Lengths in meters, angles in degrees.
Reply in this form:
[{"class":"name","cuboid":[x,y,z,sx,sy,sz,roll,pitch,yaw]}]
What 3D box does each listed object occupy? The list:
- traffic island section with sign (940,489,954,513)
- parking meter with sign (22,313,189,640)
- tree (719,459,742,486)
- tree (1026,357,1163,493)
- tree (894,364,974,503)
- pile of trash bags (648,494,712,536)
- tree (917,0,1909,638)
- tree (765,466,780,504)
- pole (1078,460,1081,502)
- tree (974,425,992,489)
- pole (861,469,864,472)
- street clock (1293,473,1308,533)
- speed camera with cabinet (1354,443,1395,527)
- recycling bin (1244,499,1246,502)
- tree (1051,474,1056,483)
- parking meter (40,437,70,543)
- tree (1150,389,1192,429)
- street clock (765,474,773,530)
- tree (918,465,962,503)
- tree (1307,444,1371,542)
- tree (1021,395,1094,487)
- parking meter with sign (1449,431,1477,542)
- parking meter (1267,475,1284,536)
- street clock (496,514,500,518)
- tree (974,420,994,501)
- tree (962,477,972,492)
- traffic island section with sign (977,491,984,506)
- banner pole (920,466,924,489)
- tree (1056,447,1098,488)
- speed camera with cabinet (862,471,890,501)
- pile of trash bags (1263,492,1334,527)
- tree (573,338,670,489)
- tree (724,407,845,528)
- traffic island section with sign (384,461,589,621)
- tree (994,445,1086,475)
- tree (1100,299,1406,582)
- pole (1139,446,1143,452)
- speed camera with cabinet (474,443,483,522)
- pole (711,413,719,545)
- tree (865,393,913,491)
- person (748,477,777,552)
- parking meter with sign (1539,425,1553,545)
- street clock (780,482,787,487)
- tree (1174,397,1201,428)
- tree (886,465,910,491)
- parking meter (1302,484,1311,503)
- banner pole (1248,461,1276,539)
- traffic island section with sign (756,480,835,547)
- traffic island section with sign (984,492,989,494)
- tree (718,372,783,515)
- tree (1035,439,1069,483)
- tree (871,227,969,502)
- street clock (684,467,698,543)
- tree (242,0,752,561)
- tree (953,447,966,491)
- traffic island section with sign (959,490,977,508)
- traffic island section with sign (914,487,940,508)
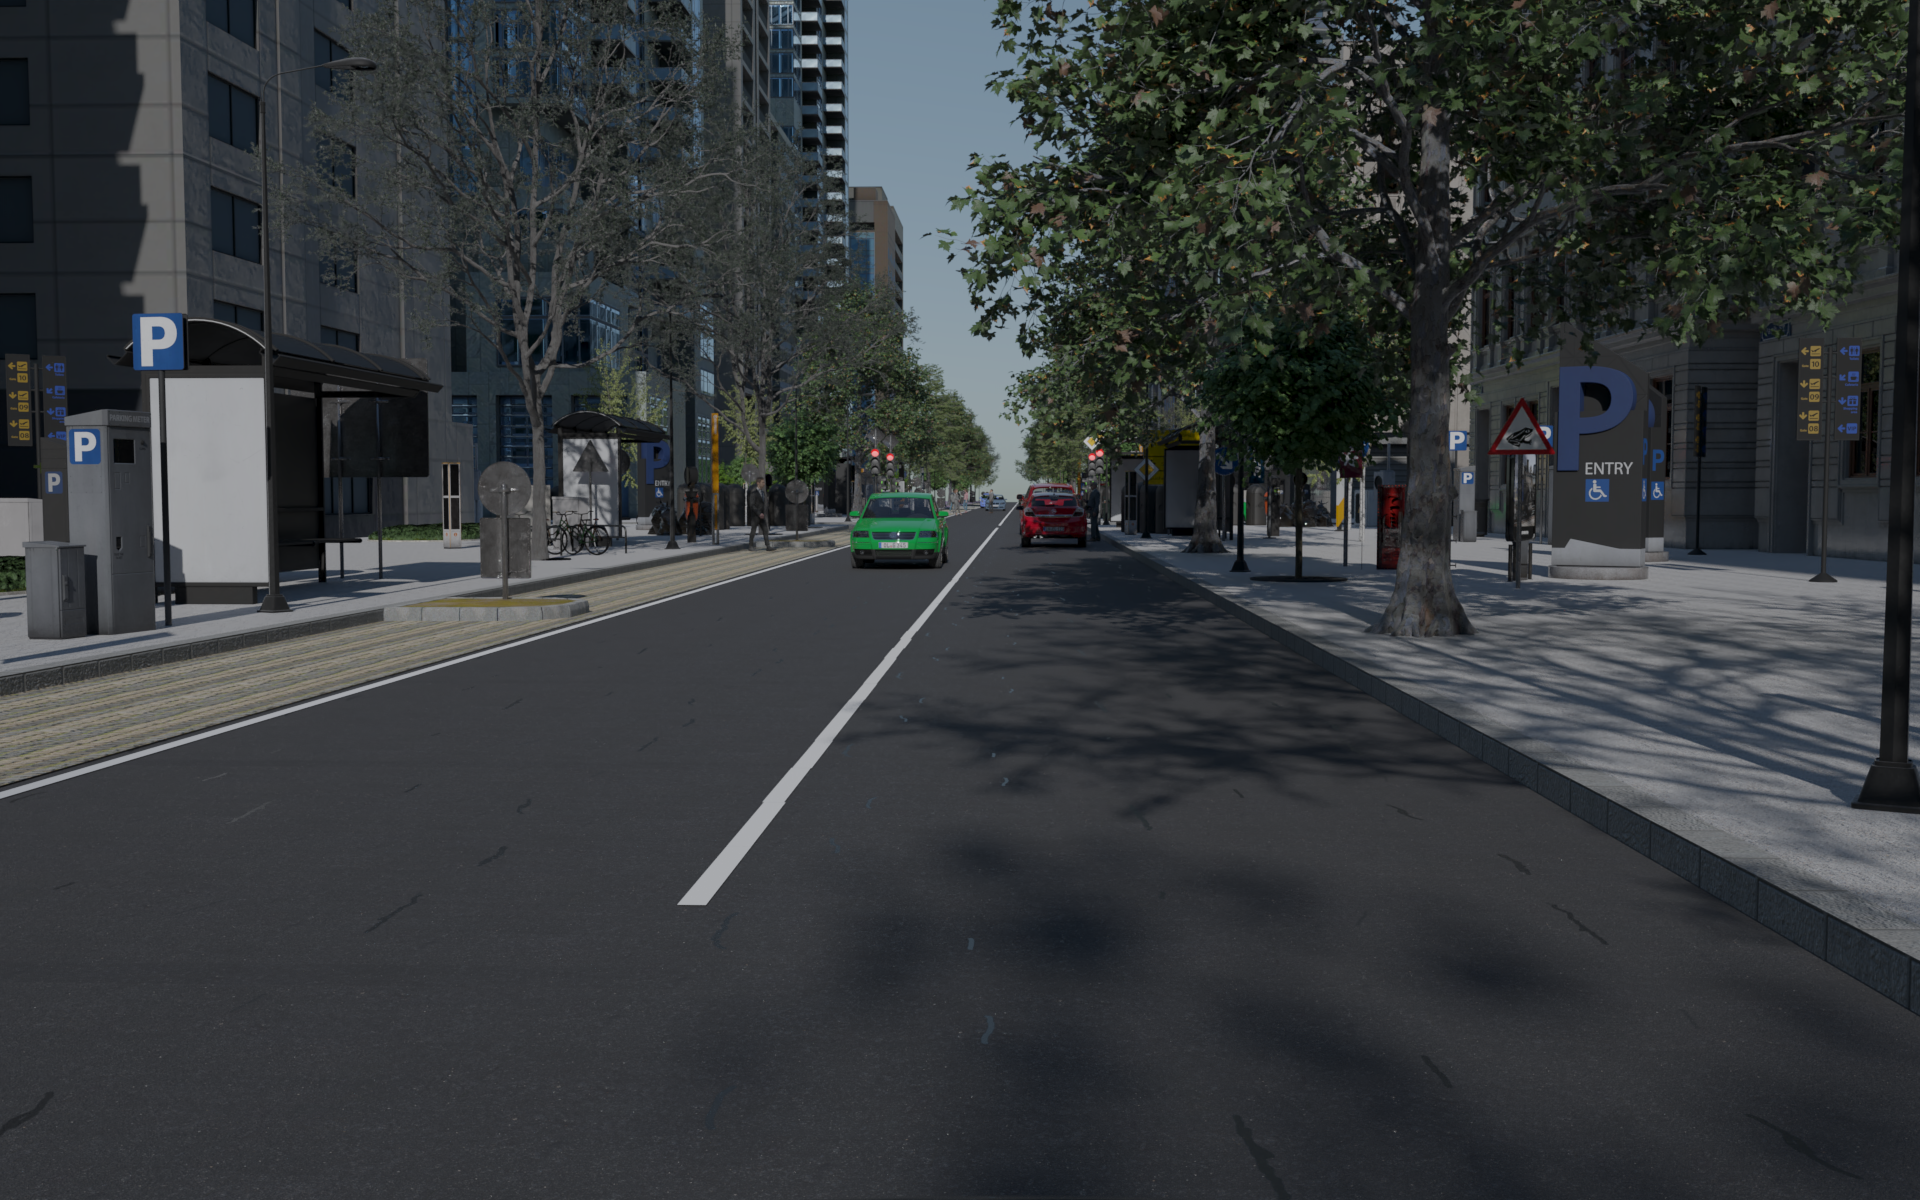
[{"class":"traffic island section with sign","cuboid":[-1.349,-7.409,129.767,1.989,1.847,2.006,0,4,2]},{"class":"parking meter with sign","cuboid":[-7.874,-1.207,15.988,0.543,3.016,1.738,1,4,11]},{"class":"tree","cuboid":[-13.066,-6.139,94.975,1.663,3.219,1.824,0,3,0]},{"class":"tree","cuboid":[7.748,-10.854,95.590,7.486,12.596,7.792,0,3,0]},{"class":"tree","cuboid":[-3.098,-14.229,150.776,7.486,12.596,7.792,0,3,0]},{"class":"pile of trash bags","cuboid":[-8.575,-2.701,53.917,1.912,1.369,3.447,-1,4,-19]},{"class":"tree","cuboid":[4.390,-6.034,15.672,9.611,12.733,9.660,0,3,0]},{"class":"tree","cuboid":[-12.923,-7.522,117.586,1.663,3.219,1.824,0,3,0]},{"class":"pole","cuboid":[6.983,-6.582,101.458,0.158,3.312,0.155,0,3,0]},{"class":"tree","cuboid":[0.633,-20.414,251.897,7.486,12.596,7.792,0,3,0]},{"class":"pole","cuboid":[-7.754,-8.833,138.262,0.158,3.312,0.155,0,3,0]},{"class":"street clock","cuboid":[11.126,-3.187,56.684,0.471,2.002,0.358,0,4,6]},{"class":"speed camera with cabinet","cuboid":[16.257,-4.502,67.948,0.660,3.252,2.038,-1,4,-19]},{"class":"recycling bin","cuboid":[15.461,-4.877,92.293,0.722,1.027,0.722,-3,5,-43]},{"class":"tree","cuboid":[11.276,-12.254,184.069,4.285,4.588,4.351,0,3,0]},{"class":"parking meter","cuboid":[-9.229,-0.745,17.885,0.399,1.863,0.255,1,4,18]},{"class":"tree","cuboid":[14.008,-10.256,118.054,4.360,8.622,3.978,0,3,0]},{"class":"street clock","cuboid":[-6.881,-3.484,61.533,0.358,2.002,0.471,2,4,30]},{"class":"tree","cuboid":[-2.486,-11.511,171.922,4.285,4.588,4.351,0,3,0]},{"class":"tree","cuboid":[10.584,-5.875,46.417,4.737,8.622,4.395,0,3,0]},{"class":"tree","cuboid":[7.906,-11.729,126.177,7.601,10.594,8.767,-2,4,-24]},{"class":"parking meter with sign","cuboid":[13.630,-3.096,46.880,0.543,3.016,1.738,0,4,2]},{"class":"parking meter","cuboid":[9.536,-2.872,52.672,0.255,1.863,0.399,-1,4,-22]},{"class":"street clock","cuboid":[-15.692,-3.330,59.021,0.471,2.002,0.358,-3,4,-38]},{"class":"tree","cuboid":[1.167,-21.947,269.194,12.009,13.543,11.850,0,3,0]},{"class":"tree","cuboid":[0.129,-15.140,231.259,4.285,4.588,4.351,0,3,0]},{"class":"traffic island section with sign","cuboid":[1.537,-12.092,206.333,1.989,1.847,2.006,0,4,2]},{"class":"banner pole","cuboid":[-3.066,-9.134,139.363,0.401,3.779,0.863,-2,4,-24]},{"class":"tree","cuboid":[7.780,-6.157,84.378,4.285,4.588,4.351,0,3,0]},{"class":"speed camera with cabinet","cuboid":[-5.101,-6.886,106.914,2.038,3.252,0.660,-2,4,-34]},{"class":"pile of trash bags","cuboid":[12.910,-3.514,67.202,3.447,1.369,1.912,-3,5,-45]},{"class":"tree","cuboid":[-16.225,-8.087,82.579,4.737,8.622,4.395,0,3,0]},{"class":"tree","cuboid":[-5.956,-5.005,65.538,4.285,4.588,4.351,0,3,0]},{"class":"traffic island section with sign","cuboid":[-5.463,-0.716,20.343,1.989,1.847,2.006,0,4,2]},{"class":"tree","cuboid":[13.370,-20.182,240.342,12.009,13.543,11.850,0,3,0]},{"class":"tree","cuboid":[5.009,-2.573,25.775,4.285,4.588,4.351,0,3,0]},{"class":"pole","cuboid":[7.498,-4.764,71.728,0.158,3.312,0.155,0,3,0]},{"class":"speed camera with cabinet","cuboid":[-19.105,-4.503,67.958,0.660,3.252,2.038,-1,4,-12]},{"class":"pole","cuboid":[-6.190,-3.054,43.781,0.158,3.312,0.155,0,3,0]},{"class":"tree","cuboid":[-4.824,-10.301,118.790,4.360,8.622,3.978,0,3,0]},{"class":"person","cuboid":[-4.918,-2.116,42.881,0.755,1.850,0.659,2,4,29]},{"class":"parking meter with sign","cuboid":[15.078,-2.876,43.288,0.543,3.016,1.738,-1,4,-19]},{"class":"street clock","cuboid":[-8.406,-4.834,83.613,0.471,2.002,0.358,1,4,13]},{"class":"tree","cuboid":[16.577,-10.688,125.116,4.737,8.622,4.395,0,3,0]},{"class":"tree","cuboid":[-4.159,-7.298,113.927,1.663,3.219,1.824,0,3,0]},{"class":"parking meter","cuboid":[17.800,-5.091,88.950,0.399,1.863,0.255,1,4,19]},{"class":"banner pole","cuboid":[8.728,-3.669,50.008,0.863,3.779,0.401,2,4,27]},{"class":"traffic island section with sign","cuboid":[-4.446,-2.364,47.279,1.989,1.847,2.006,0,4,2]},{"class":"traffic island section with sign","cuboid":[3.584,-15.448,261.200,1.989,1.847,2.006,0,4,2]},{"class":"tree","cuboid":[-12.801,-9.498,105.646,4.737,8.622,4.395,0,3,0]},{"class":"tree","cuboid":[9.750,-13.457,170.392,4.737,8.622,4.395,0,3,0]},{"class":"tree","cuboid":[-6.305,-8.780,53.931,12.009,13.543,11.850,0,3,0]},{"class":"street clock","cuboid":[-7.082,-2.514,45.668,0.358,2.002,0.471,-2,4,-29]},{"class":"tree","cuboid":[-8.113,-7.501,33.013,12.009,13.543,11.850,0,3,0]},{"class":"tree","cuboid":[-0.664,-15.891,210.182,4.737,8.622,4.395,0,3,0]},{"class":"traffic island section with sign","cuboid":[0.513,-10.436,179.252,1.989,1.847,2.006,0,4,2]},{"class":"traffic island section with sign","cuboid":[-2.357,-5.762,102.830,1.989,1.847,2.006,0,4,2]}]
